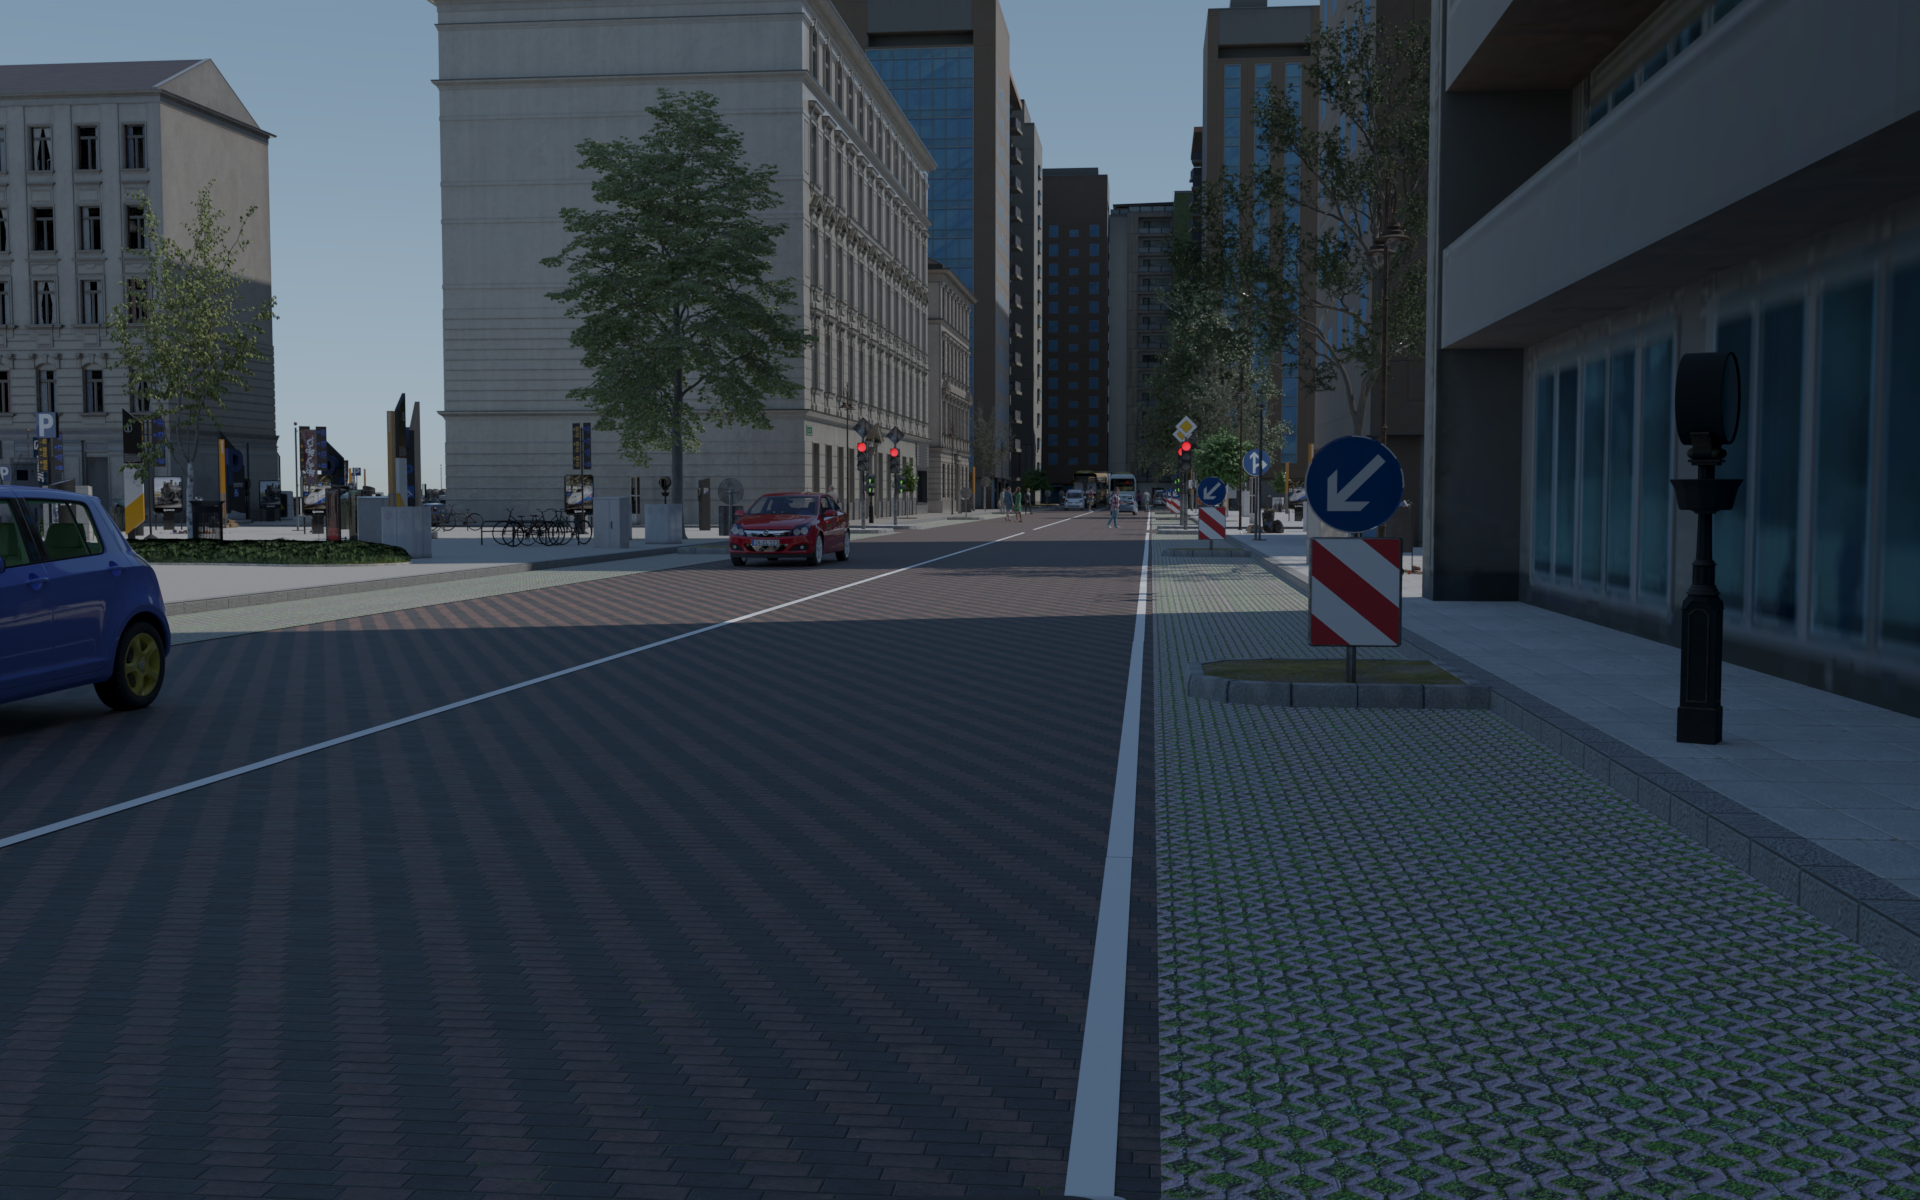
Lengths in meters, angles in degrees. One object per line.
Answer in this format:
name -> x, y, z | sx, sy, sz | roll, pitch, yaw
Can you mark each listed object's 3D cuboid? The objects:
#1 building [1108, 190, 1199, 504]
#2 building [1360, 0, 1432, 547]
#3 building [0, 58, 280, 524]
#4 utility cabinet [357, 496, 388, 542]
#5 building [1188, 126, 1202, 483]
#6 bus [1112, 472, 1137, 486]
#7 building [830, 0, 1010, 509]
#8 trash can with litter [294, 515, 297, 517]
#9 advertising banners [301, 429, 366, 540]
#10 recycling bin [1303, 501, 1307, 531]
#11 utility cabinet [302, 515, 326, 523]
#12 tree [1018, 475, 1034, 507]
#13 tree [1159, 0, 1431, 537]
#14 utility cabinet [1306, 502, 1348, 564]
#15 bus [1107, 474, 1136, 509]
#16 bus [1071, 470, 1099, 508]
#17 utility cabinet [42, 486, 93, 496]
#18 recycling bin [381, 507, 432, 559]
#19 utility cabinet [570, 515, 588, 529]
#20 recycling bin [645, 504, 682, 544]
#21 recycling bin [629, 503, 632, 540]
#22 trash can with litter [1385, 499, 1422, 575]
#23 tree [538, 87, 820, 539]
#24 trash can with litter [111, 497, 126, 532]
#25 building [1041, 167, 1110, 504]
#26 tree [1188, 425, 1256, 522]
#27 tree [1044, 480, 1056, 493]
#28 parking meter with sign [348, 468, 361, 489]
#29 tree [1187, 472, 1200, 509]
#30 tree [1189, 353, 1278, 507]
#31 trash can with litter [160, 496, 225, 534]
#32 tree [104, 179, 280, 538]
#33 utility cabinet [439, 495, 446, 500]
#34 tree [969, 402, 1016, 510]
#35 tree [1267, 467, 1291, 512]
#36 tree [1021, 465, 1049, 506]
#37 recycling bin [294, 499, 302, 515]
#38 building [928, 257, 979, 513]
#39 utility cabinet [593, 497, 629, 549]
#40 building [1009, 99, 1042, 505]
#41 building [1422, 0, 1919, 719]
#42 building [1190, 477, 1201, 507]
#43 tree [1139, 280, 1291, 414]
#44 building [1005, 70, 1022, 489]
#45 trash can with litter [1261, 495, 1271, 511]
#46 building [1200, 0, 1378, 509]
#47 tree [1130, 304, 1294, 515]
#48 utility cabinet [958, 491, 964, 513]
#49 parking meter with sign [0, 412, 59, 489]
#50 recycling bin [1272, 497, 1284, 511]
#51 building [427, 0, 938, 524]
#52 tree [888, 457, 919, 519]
building -> 27.238, -33.774, 235.792 | 14.086, 41.232, 14.154 | 0, 4, 6
building -> 17.408, -24.235, 46.349 | 14.600, 45.320, 14.200 | 0, 4, 6
building -> -42.480, -14.122, 80.044 | 18.267, 20.994, 9.793 | 0, 4, 6
utility cabinet -> -15.325, -2.108, 45.629 | 1.020, 1.237, 0.306 | -2, 4, -25
building -> 37.976, -33.527, 202.792 | 22.147, 44.769, 28.867 | 0, 4, 6
bus -> 17.836, -12.105, 189.461 | 2.896, 3.916, 12.252 | 0, 4, 6
building -> -3.075, -30.817, 153.965 | 14.600, 45.320, 14.200 | 0, 4, 6
trash can with litter -> -37.896, -5.271, 97.246 | 2.233, 1.210, 1.678 | 0, 4, 6
advertising banners -> -16.836, -3.079, 46.533 | 2.074, 3.025, 0.090 | 1, 4, 20
recycling bin -> 12.223, -2.863, 59.364 | 0.722, 1.027, 0.722 | -1, 4, -11
utility cabinet -> -27.841, -4.030, 74.569 | 1.173, 1.500, 0.318 | 2, 4, 32
tree -> 6.753, -11.128, 176.541 | 1.663, 3.219, 1.824 | 0, 3, 0
tree -> 7.473, -6.044, 33.236 | 8.767, 10.594, 7.601 | 2, 4, 32
utility cabinet -> 6.757, -1.402, 31.600 | 0.318, 1.500, 1.173 | 3, 5, 41
bus -> 15.761, -10.629, 168.649 | 2.948, 3.499, 13.247 | 0, 4, 5
bus -> 13.285, -11.755, 183.737 | 2.896, 3.916, 12.252 | 0, 4, 4
utility cabinet -> -24.035, -2.325, 46.697 | 1.173, 1.500, 0.318 | 0, 4, -6
recycling bin -> -11.073, -1.353, 34.669 | 0.722, 1.027, 0.722 | 1, 4, 13
utility cabinet -> -14.043, -3.218, 63.774 | 0.306, 1.237, 1.020 | -2, 4, -34
recycling bin -> -7.631, -1.958, 44.562 | 0.722, 1.027, 0.722 | 1, 4, 20
recycling bin -> -9.602, -2.180, 48.205 | 0.722, 1.027, 0.722 | 1, 4, 16
trash can with litter -> 7.366, -1.015, 27.645 | 2.233, 1.210, 1.678 | 1, 4, 16
tree -> -7.832, -7.982, 48.629 | 7.486, 12.596, 7.792 | 0, 3, 0
trash can with litter -> -28.236, -2.899, 58.790 | 1.055, 1.170, 0.624 | 1, 4, 12
building -> 13.138, -35.885, 236.832 | 14.200, 45.320, 14.600 | 0, 4, 6
tree -> 12.442, -5.975, 81.413 | 4.285, 4.588, 4.351 | 0, 3, 0
tree -> 11.245, -13.963, 222.896 | 1.663, 3.219, 1.824 | 0, 3, 0
parking meter with sign -> -39.578, -7.127, 112.786 | 0.543, 3.016, 1.738 | 0, 4, 2
tree -> 20.543, -9.553, 150.799 | 1.663, 3.219, 1.824 | 0, 3, 0
tree -> 14.132, -8.580, 90.653 | 4.360, 8.622, 3.978 | 0, 3, 0
trash can with litter -> -24.971, -2.763, 56.240 | 2.233, 1.210, 1.678 | 1, 4, 23
tree -> -18.271, -5.540, 40.943 | 4.737, 8.622, 4.395 | 0, 3, 0
utility cabinet -> -32.626, -6.029, 109.740 | 0.306, 1.237, 1.020 | -3, 5, -44
tree -> 2.223, -11.531, 138.897 | 4.360, 8.622, 3.978 | 0, 3, 0
tree -> 22.952, -7.886, 123.531 | 1.663, 3.219, 1.824 | 0, 3, 0
tree -> 8.347, -12.791, 192.854 | 4.285, 4.588, 4.351 | 0, 3, 0
recycling bin -> -41.276, -5.810, 107.543 | 0.722, 1.027, 0.722 | -1, 4, -17
building -> -4.858, -15.969, 125.718 | 10.561, 19.102, 19.286 | 0, 4, 6
utility cabinet -> -8.299, -1.835, 41.166 | 1.020, 1.237, 0.306 | 3, 5, 40
building -> -1.187, -35.911, 210.850 | 21.600, 48.544, 21.300 | 0, 4, 6
building -> 15.198, -23.538, 8.547 | 21.300, 48.544, 21.600 | 0, 4, 6
building -> 39.891, -29.603, 175.897 | 32.217, 40.220, 23.993 | 0, 4, 6
tree -> 20.914, -17.460, 141.361 | 12.611, 20.169, 13.585 | 0, 3, 0
building -> -5.274, -31.896, 176.123 | 22.147, 44.769, 28.867 | 0, 4, 6
trash can with litter -> 24.145, -7.532, 134.208 | 1.678, 1.210, 2.233 | -3, 5, -39
building -> 29.129, -31.043, 157.657 | 14.600, 45.320, 14.200 | 0, 4, 6
tree -> 14.899, -11.450, 104.209 | 9.611, 12.733, 9.660 | 0, 3, 0
utility cabinet -> 0.054, -6.397, 113.270 | 0.318, 1.500, 1.173 | 0, 4, 5
parking meter with sign -> -19.729, -2.444, 36.224 | 0.543, 3.016, 1.738 | 1, 4, 19
recycling bin -> 23.690, -7.120, 128.965 | 0.722, 1.027, 0.722 | 1, 4, 21
building -> -12.020, -19.445, 94.336 | 17.030, 29.872, 44.131 | 0, 4, 6
tree -> -2.735, -5.870, 90.574 | 1.663, 3.219, 1.824 | 0, 3, 0
